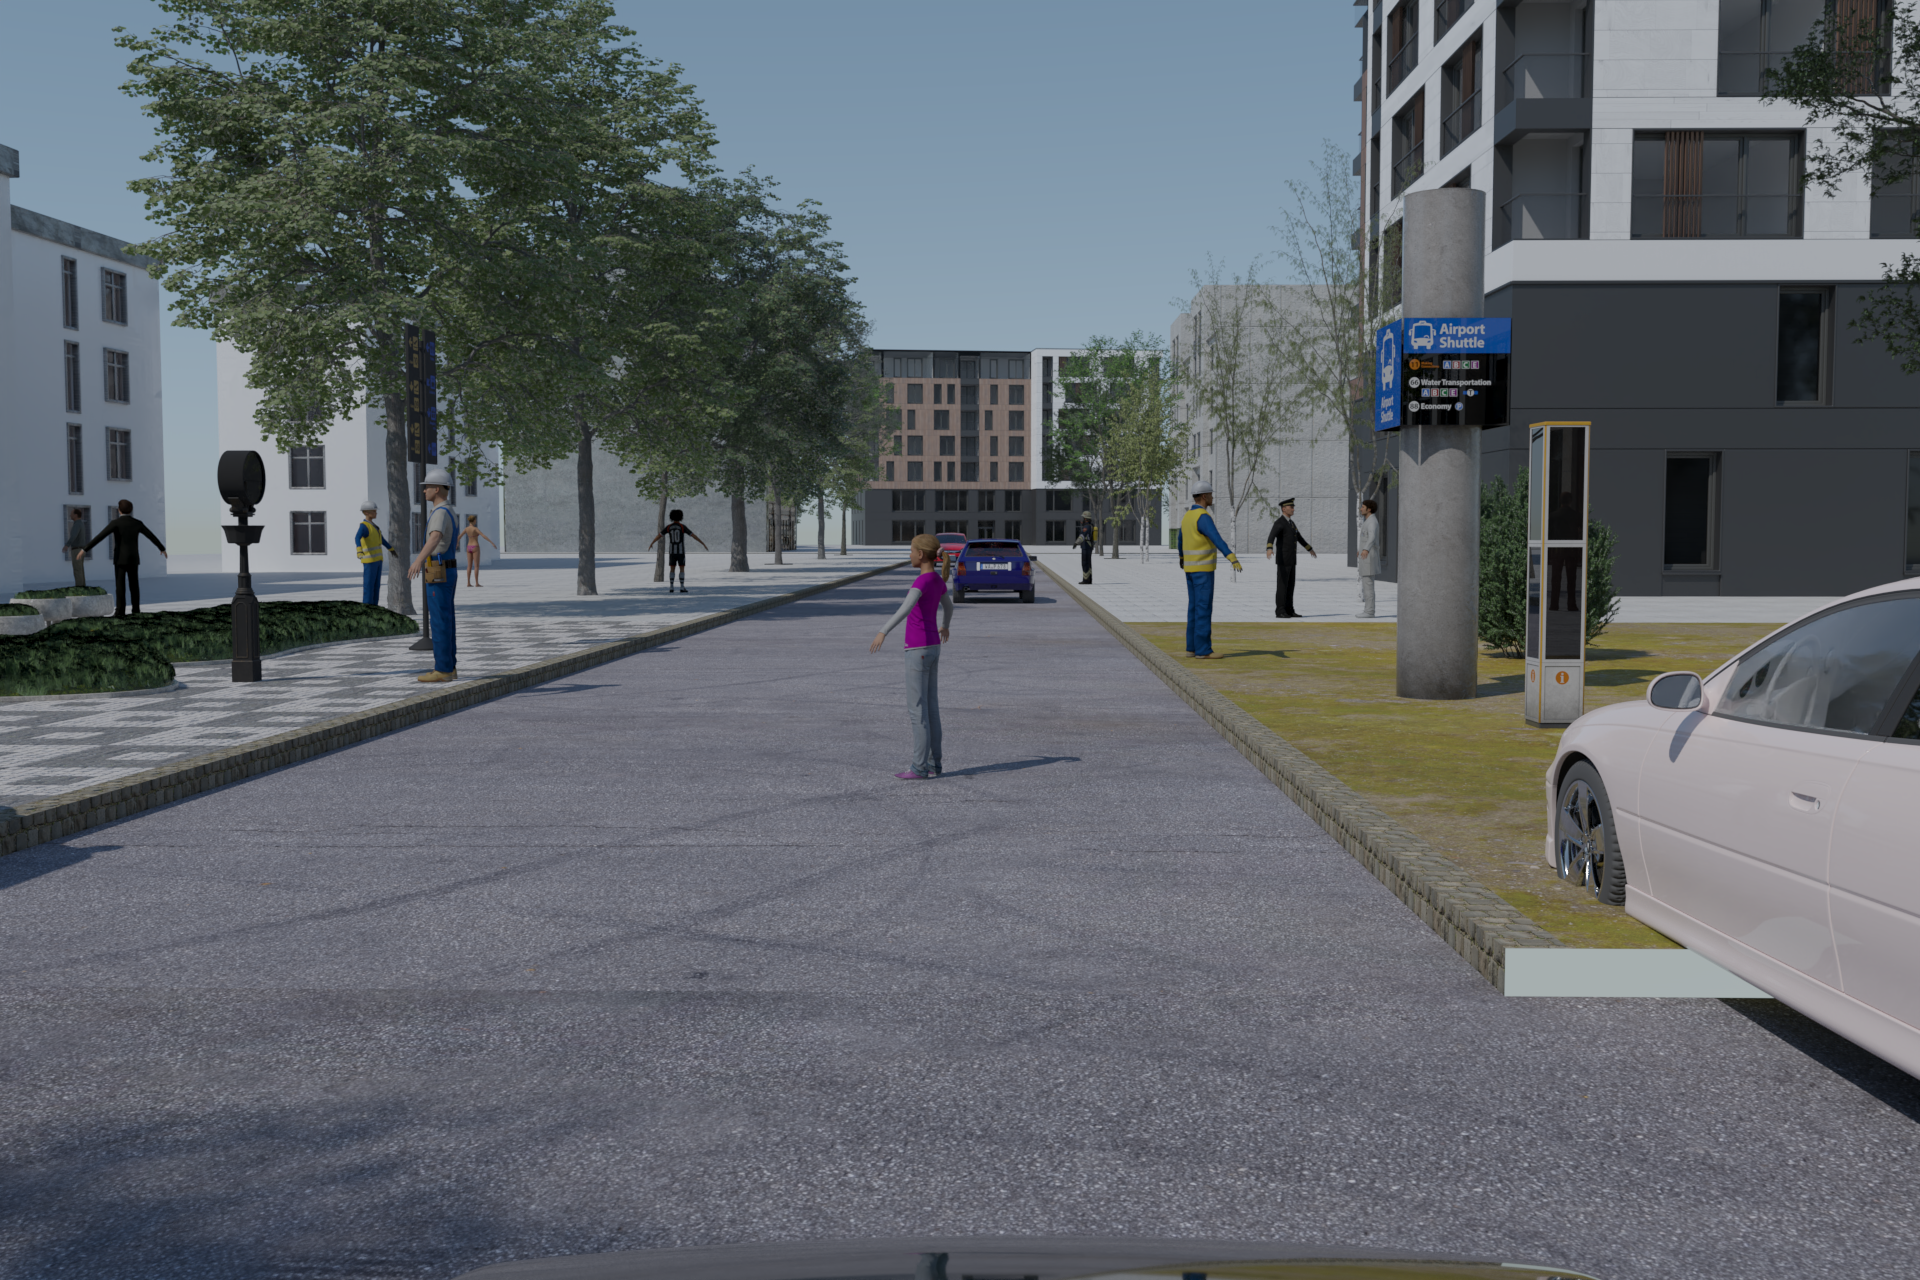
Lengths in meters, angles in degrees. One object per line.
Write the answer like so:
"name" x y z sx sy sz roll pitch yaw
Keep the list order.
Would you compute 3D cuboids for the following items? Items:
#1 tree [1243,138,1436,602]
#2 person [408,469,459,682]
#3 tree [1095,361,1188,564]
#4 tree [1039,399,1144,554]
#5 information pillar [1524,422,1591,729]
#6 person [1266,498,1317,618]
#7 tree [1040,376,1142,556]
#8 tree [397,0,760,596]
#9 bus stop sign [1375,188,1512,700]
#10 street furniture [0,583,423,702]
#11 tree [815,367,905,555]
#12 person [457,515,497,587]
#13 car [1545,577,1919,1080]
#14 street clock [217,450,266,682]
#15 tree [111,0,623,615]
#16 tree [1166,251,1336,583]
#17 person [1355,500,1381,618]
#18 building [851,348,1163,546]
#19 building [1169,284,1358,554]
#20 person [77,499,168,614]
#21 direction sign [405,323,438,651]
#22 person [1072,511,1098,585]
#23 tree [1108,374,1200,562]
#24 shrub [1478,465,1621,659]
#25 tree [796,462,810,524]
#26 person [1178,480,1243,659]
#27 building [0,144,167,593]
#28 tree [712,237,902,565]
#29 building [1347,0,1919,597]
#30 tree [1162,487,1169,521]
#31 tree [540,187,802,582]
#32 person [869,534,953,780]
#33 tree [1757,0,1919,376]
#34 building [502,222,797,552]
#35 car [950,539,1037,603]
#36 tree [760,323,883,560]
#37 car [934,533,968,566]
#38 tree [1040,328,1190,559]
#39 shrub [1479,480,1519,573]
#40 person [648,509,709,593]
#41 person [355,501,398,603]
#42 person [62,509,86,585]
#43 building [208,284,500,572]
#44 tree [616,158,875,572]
"tree" 7.674 -5.025 32.518 4.360 8.622 3.978 0 3 0
"person" -4.564 -0.567 15.132 0.705 1.847 1.347 0 4 -6
"tree" 7.801 -7.582 74.335 4.737 8.622 4.395 0 3 0
"tree" 8.841 -10.758 110.302 8.767 10.594 7.601 1 4 15
"information pillar" 3.962 -0.429 11.500 0.304 2.012 0.304 0 4 -1
"person" 5.017 -1.257 26.480 0.705 1.837 1.347 3 5 42
"tree" 7.919 -10.137 100.150 7.601 10.594 8.767 -2 4 -31
"tree" -8.230 -7.209 36.000 7.486 12.596 7.792 0 3 0
"bus stop sign" 3.761 -1.501 13.563 0.837 3.901 0.837 0 4 0
"street furniture" -9.211 -0.152 18.114 5.734 0.657 10.072 0 4 1
"tree" -6.858 -10.894 103.878 9.928 11.665 9.643 0 3 0
"person" -11.775 -2.157 42.066 1.217 1.733 0.721 1 4 23
"car" 3.133 0.466 4.748 2.083 1.381 4.827 0 4 1
"street clock" -6.204 -0.639 15.011 0.358 2.002 0.471 0 4 1
"tree" -9.275 -6.657 26.963 7.486 12.596 7.792 0 3 0
"tree" 7.057 -5.831 45.692 4.360 8.622 3.978 0 3 0
"person" 6.232 -1.245 26.535 0.705 1.806 1.347 1 4 10
"building" 4.332 -21.766 202.311 32.646 21.610 27.936 0 4 -7
"building" 25.847 -16.203 131.383 16.747 18.905 31.486 0 4 1
"person" -12.646 -1.227 26.244 0.705 1.806 1.347 3 5 41
"direction sign" -5.922 -1.659 19.118 0.379 3.537 0.876 0 4 2
"person" 3.197 -2.339 44.020 0.705 1.856 1.354 2 4 24
"tree" 8.956 -7.956 80.438 4.737 8.622 4.395 0 3 0
"shrub" 5.947 -0.843 17.831 1.661 2.075 1.752 0 3 0
"tree" -21.302 -17.811 197.863 9.857 13.997 8.962 0 3 0
"person" 2.519 -0.730 17.900 0.705 1.833 1.349 -1 4 -17
"building" -25.098 -5.873 38.171 9.099 9.664 28.070 0 4 2
"tree" -7.560 -9.875 71.834 12.009 13.543 11.850 0 3 0
"building" 25.393 -12.650 50.810 27.936 21.610 32.646 0 4 1
"tree" 25.381 -15.398 202.118 4.737 8.622 4.395 0 3 0
"tree" -7.723 -6.831 46.103 7.601 10.594 8.767 0 4 -8
"person" -0.269 0.094 10.191 0.599 1.433 0.991 2 4 24
"tree" 14.125 -5.238 20.048 8.767 10.594 7.601 -1 4 -9
"building" -22.577 -18.281 129.823 19.493 23.208 18.063 0 4 1
"car" 0.703 -1.506 37.207 1.945 1.354 3.894 0 4 0
"tree" -7.219 -10.317 86.805 7.486 12.596 7.792 0 3 0
"car" -0.428 -4.114 76.297 2.155 1.783 4.494 0 4 2
"tree" 7.966 -9.959 88.584 9.928 11.665 9.643 0 3 0
"shrub" 7.172 -1.179 23.703 1.690 2.028 1.600 0 3 0
"person" -6.187 -1.944 37.922 1.345 1.843 0.704 0 4 5
"person" -8.574 -1.162 25.456 0.721 1.772 1.216 0 4 6
"person" -18.101 -1.787 35.481 0.705 1.796 1.348 -1 4 -14
"building" -24.031 -7.967 72.404 9.099 9.664 28.070 0 4 2
"tree" -7.551 -9.280 58.380 9.857 13.997 8.962 0 3 0
